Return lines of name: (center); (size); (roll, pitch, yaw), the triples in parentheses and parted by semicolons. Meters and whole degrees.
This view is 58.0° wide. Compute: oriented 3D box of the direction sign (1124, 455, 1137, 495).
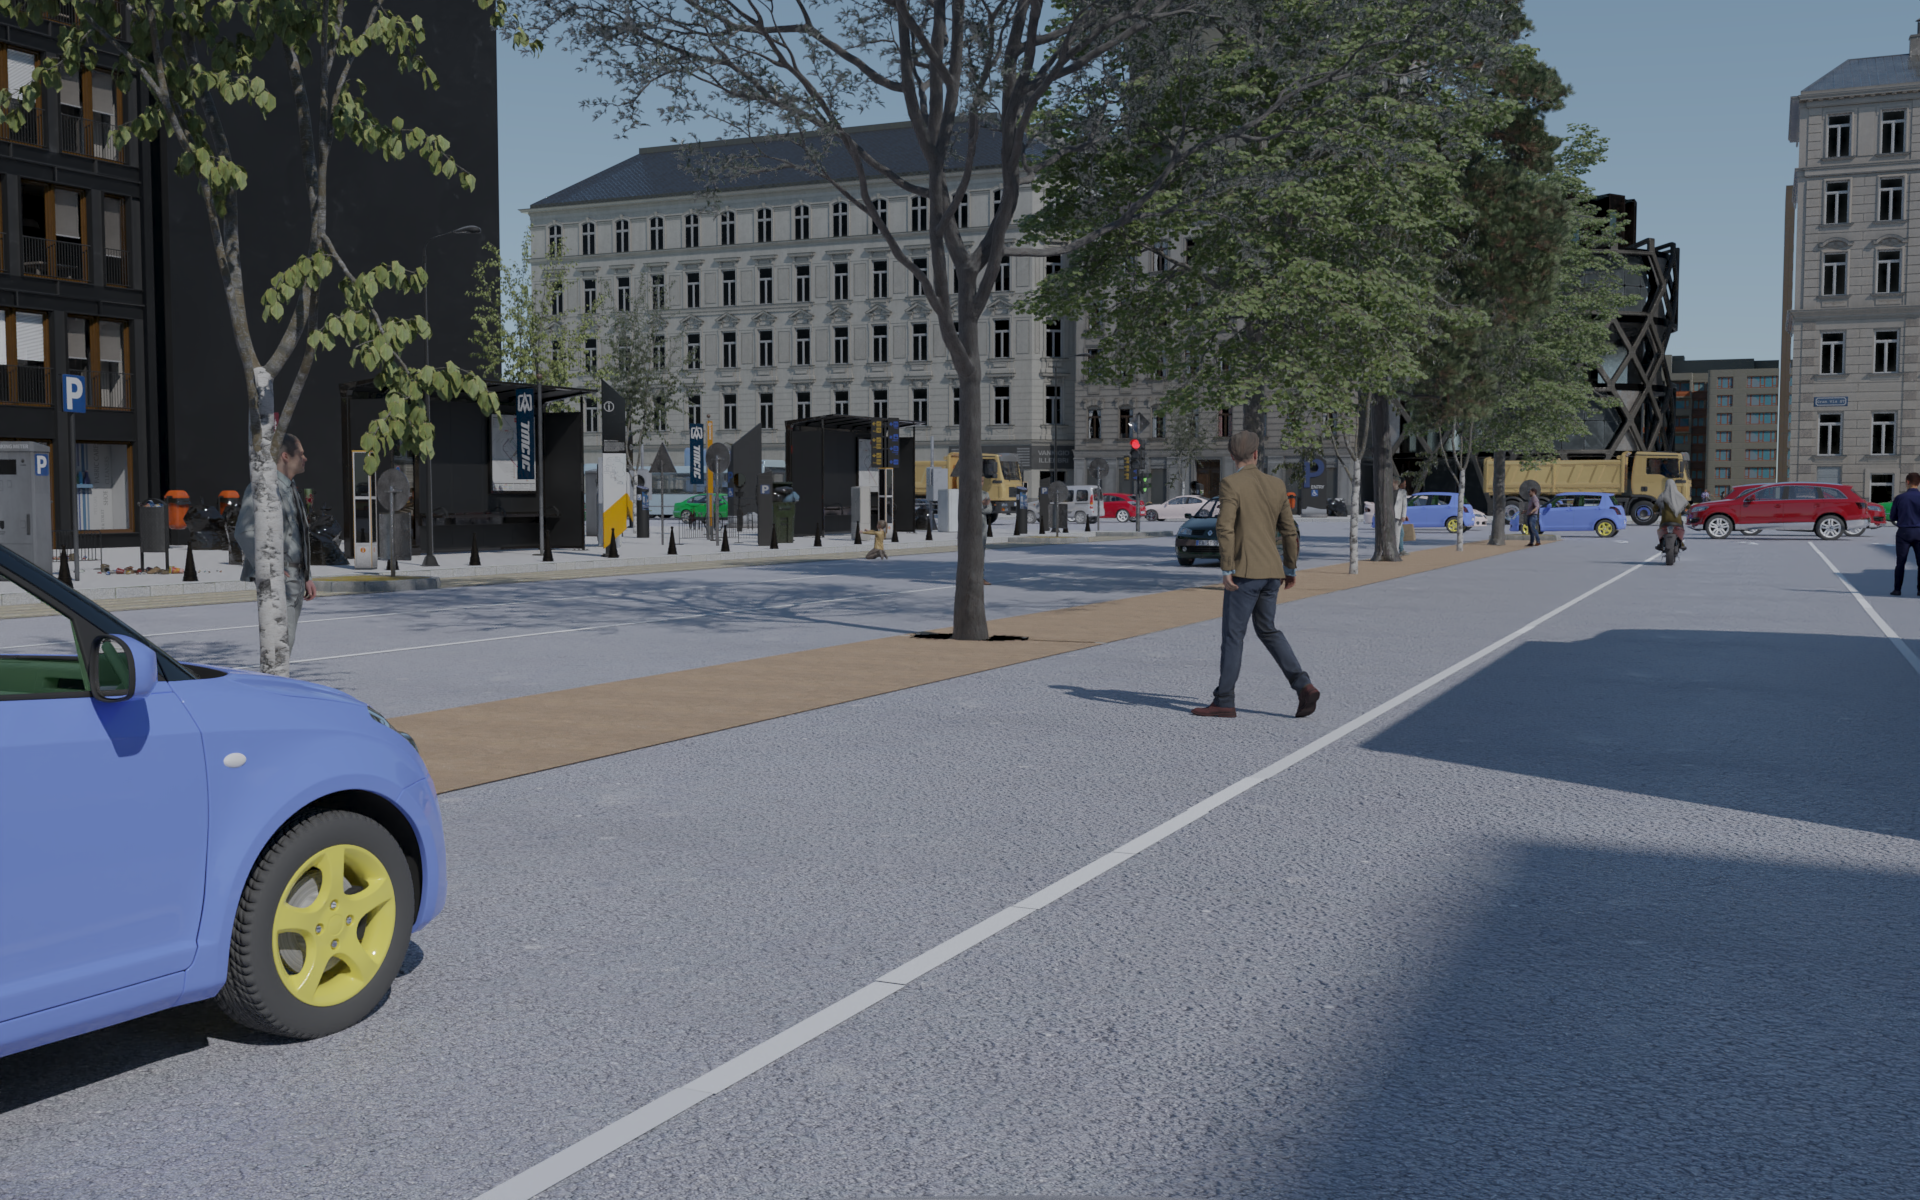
direction sign: (10.034, -6.702, 101.578); (0.876, 3.537, 0.379); (0, 3, 0)

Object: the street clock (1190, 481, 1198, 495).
street clock: (12.686, -5.458, 93.808); (0.471, 2.002, 0.358); (-1, 4, -11)

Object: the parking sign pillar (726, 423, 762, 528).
parking sign pillar: (-8.127, -4.703, 65.374); (1.447, 3.967, 1.447); (-3, 5, -41)

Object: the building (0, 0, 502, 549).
building: (-24.005, -13.549, 51.211); (15.834, 23.373, 12.332); (2, 4, 25)

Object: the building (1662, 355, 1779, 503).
building: (104.934, -25.150, 256.235); (28.899, 21.520, 27.650); (2, 4, 25)

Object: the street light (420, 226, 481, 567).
street light: (-8.927, -3.536, 30.362); (1.470, 5.913, 1.316); (2, 4, 25)

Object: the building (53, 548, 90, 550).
building: (-28.457, -12.687, 37.115); (12.332, 23.373, 15.834); (2, 4, 25)

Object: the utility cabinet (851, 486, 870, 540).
utility cabinet: (-2.749, -2.389, 47.740); (0.318, 1.500, 1.173); (-1, 4, -15)

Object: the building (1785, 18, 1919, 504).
building: (58.152, -18.085, 92.945); (25.104, 27.353, 12.463); (2, 4, 25)

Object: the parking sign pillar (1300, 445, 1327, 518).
parking sign pillar: (19.303, -6.475, 94.344); (1.447, 3.967, 1.447); (0, 4, 6)

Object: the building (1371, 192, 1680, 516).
building: (35.217, -14.641, 106.830); (16.811, 18.784, 16.820); (2, 4, 25)

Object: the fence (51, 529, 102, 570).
fence: (-14.942, -0.801, 28.467); (0.278, 0.683, 2.069); (1, 4, 22)

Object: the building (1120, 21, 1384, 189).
building: (27.650, -33.199, 166.512); (21.300, 48.544, 21.600); (2, 4, 25)

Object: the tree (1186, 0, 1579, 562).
tree: (8.933, -7.750, 36.590); (7.806, 13.903, 7.818); (0, 3, 0)

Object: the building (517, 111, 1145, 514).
building: (-9.388, -21.502, 127.970); (44.131, 29.872, 17.030); (2, 4, 25)

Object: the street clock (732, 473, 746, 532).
street clock: (-7.510, -3.327, 58.970); (0.471, 2.002, 0.358); (0, 4, -6)

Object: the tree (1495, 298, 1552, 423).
tree: (12.570, -5.530, 43.243); (4.360, 8.622, 3.978); (0, 3, 0)

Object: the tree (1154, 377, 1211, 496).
tree: (13.471, -9.363, 103.442); (4.360, 8.622, 3.978); (0, 3, 0)

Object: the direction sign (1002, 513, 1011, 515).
direction sign: (2.930, -7.365, 112.412); (0.876, 3.537, 0.379); (2, 4, 27)

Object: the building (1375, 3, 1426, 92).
building: (39.410, -46.059, 191.323); (20.611, 71.187, 20.563); (2, 4, 25)

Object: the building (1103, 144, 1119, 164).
building: (15.778, -30.865, 196.530); (23.993, 40.220, 32.217); (2, 4, 25)

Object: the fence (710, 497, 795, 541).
fence: (-5.654, -2.198, 47.147); (2.264, 1.192, 0.480); (1, 4, 11)

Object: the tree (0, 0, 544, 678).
tree: (-3.543, -3.394, 8.314); (4.737, 8.622, 4.395); (0, 3, 0)

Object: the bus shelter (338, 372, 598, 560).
bus shelter: (-10.229, -2.776, 36.669); (1.731, 3.624, 6.357); (2, 4, 25)

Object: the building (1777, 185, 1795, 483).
building: (122.019, -36.124, 240.734); (14.200, 45.320, 14.600); (2, 4, 25)

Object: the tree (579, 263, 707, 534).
tree: (-10.478, -6.475, 56.235); (4.360, 8.622, 3.978); (0, 3, 0)

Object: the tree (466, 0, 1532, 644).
tree: (0.068, -6.337, 16.440); (12.009, 13.543, 11.850); (0, 3, 0)

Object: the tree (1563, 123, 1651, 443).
tree: (15.140, -7.827, 48.560); (7.486, 12.596, 7.792); (0, 3, 0)

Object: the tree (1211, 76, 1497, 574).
tree: (7.091, -4.769, 30.799); (4.360, 8.622, 3.978); (0, 3, 0)

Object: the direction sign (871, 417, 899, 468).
direction sign: (-2.209, -3.623, 51.238); (0.876, 3.537, 0.379); (-1, 4, -23)

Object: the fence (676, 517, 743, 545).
fence: (-6.433, -1.779, 44.460); (0.278, 0.683, 2.069); (3, 5, 42)

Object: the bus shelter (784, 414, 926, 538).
bus shelter: (-3.190, -3.830, 53.899); (1.731, 3.624, 6.357); (2, 4, 25)

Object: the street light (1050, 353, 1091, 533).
street light: (3.668, -5.187, 57.341); (1.470, 5.913, 1.316); (2, 4, 25)

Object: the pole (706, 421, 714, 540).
pole: (-6.999, -3.338, 48.425); (0.158, 3.312, 0.155); (0, 3, 0)

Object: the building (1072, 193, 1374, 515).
building: (17.355, -16.051, 111.591); (18.267, 20.994, 9.793); (2, 4, 25)

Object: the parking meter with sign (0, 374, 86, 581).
parking meter with sign: (-13.816, -1.787, 25.482); (1.738, 3.016, 0.543); (0, 4, 5)

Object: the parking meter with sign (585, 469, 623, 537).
parking meter with sign: (-10.938, -3.427, 52.289); (1.738, 3.016, 0.543); (2, 4, 30)

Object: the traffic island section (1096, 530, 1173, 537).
traffic island section: (6.074, -2.267, 59.343); (2.009, 0.180, 2.903); (2, 4, 25)

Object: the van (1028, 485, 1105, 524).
van: (4.879, -4.690, 83.698); (4.112, 2.044, 2.013); (2, 4, 27)

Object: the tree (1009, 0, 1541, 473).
tree: (4.334, -6.406, 25.329); (7.486, 12.596, 7.792); (0, 3, 0)
